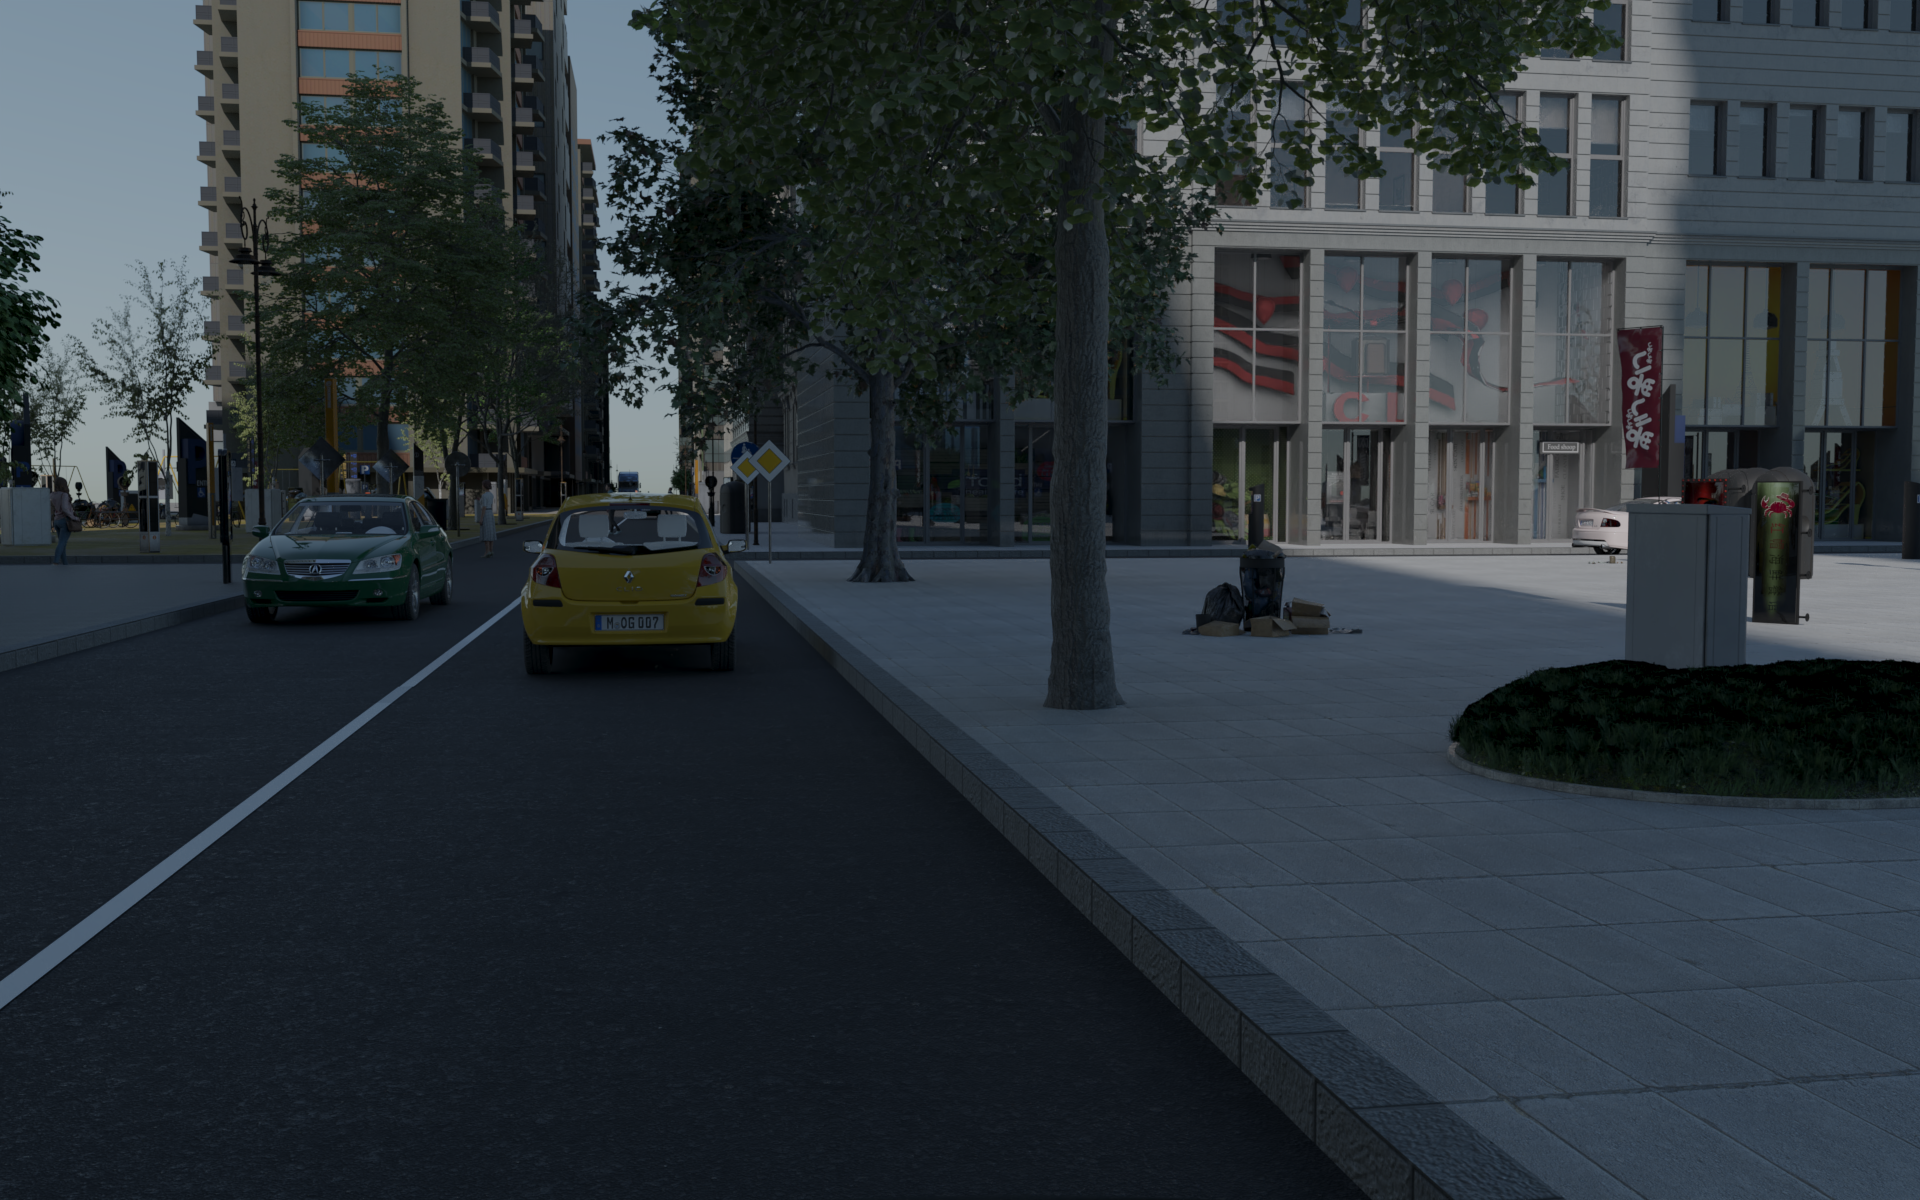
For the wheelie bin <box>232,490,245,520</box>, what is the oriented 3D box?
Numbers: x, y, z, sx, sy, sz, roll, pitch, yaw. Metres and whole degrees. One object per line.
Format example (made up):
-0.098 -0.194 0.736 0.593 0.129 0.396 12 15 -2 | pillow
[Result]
-36.250 -4.840 87.040 0.693 1.594 0.980 1 4 17 | wheelie bin

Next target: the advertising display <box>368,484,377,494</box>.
-36.319 -6.260 107.559 0.974 1.923 0.123 0 4 0 | advertising display

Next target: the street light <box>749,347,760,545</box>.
-5.121 -4.314 43.318 0.468 5.910 1.993 -1 4 -10 | street light

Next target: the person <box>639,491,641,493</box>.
-32.143 -10.140 174.739 0.568 1.767 0.683 1 4 16 | person

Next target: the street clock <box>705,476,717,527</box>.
-9.808 -3.898 68.304 0.471 2.002 0.358 2 4 33 | street clock

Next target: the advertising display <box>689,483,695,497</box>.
-15.248 -5.712 98.605 0.123 1.923 0.974 0 4 2 | advertising display

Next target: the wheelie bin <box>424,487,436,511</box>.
-24.835 -4.460 80.823 0.693 1.594 0.980 -1 4 -9 | wheelie bin

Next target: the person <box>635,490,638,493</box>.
-25.844 -7.914 138.422 0.617 1.759 0.750 0 4 -7 | person

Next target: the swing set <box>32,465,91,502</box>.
-49.536 -5.930 94.574 2.862 2.851 3.119 1 4 22 | swing set

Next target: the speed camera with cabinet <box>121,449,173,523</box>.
-35.867 -5.018 76.385 2.038 3.252 0.660 0 4 -7 | speed camera with cabinet

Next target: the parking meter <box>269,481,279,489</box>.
-31.510 -4.519 79.590 0.255 1.863 0.399 3 5 43 | parking meter

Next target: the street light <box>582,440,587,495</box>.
-32.339 -10.798 149.337 0.468 5.910 1.993 -1 4 -10 | street light

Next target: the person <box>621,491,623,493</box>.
-32.182 -9.489 164.582 0.756 1.711 0.436 2 4 24 | person

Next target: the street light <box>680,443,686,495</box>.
-24.321 -11.054 153.516 0.468 5.910 1.993 -1 4 -10 | street light

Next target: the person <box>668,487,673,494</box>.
-15.656 -5.166 93.138 0.473 1.802 0.592 2 4 33 | person

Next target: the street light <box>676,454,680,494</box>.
-30.364 -13.196 188.535 0.468 5.910 1.993 -1 4 -10 | street light

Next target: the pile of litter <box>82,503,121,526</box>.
-34.749 -3.404 69.612 1.176 0.858 1.719 0 4 -3 | pile of litter

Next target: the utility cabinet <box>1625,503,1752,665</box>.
4.661 0.002 11.132 0.306 1.237 1.020 0 4 -6 | utility cabinet

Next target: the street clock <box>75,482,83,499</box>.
-52.267 -6.006 102.770 0.358 2.002 0.471 0 4 0 | street clock

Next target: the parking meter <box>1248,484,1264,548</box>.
7.071 -2.014 41.348 0.372 1.533 0.369 0 3 0 | parking meter

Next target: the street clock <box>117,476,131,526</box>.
-33.740 -4.000 69.974 0.471 2.002 0.358 -3 5 -39 | street clock

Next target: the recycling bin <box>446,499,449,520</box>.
-25.829 -4.482 85.837 0.722 1.027 0.722 3 4 37 | recycling bin

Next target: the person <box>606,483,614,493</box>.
-12.327 -3.241 61.505 0.620 1.820 0.660 -1 4 -8 | person

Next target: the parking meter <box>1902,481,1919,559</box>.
18.775 -1.571 34.095 0.372 1.533 0.369 0 3 0 | parking meter

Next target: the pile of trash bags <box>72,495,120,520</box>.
-43.522 -4.666 86.034 3.447 1.369 1.912 0 4 7 | pile of trash bags

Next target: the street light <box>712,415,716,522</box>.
-11.189 -6.462 78.442 0.468 5.910 1.993 -1 4 -10 | street light

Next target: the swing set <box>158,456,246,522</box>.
-31.395 -4.474 70.769 3.119 2.851 2.862 1 4 19 | swing set

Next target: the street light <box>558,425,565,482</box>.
-26.281 -8.656 114.320 0.468 5.910 1.993 -1 4 -10 | street light

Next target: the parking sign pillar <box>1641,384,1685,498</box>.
17.530 -3.347 43.203 1.447 3.967 1.447 0 4 -7 | parking sign pillar

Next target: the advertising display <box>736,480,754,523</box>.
-9.703 -4.435 77.732 0.974 1.923 0.123 -3 4 -38 | advertising display

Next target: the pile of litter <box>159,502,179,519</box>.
-40.379 -4.538 88.161 1.176 0.858 1.719 -3 5 -40 | pile of litter

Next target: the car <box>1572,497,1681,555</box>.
16.182 -1.619 38.829 4.827 1.381 2.083 -1 4 -10 | car

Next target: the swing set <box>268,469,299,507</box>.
-41.425 -6.761 108.167 3.119 2.851 2.862 0 4 6 | swing set

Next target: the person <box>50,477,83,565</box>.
-16.597 -1.400 31.980 0.593 1.750 0.643 2 4 28 | person

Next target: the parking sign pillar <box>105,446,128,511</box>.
-47.939 -6.732 98.532 1.447 3.967 1.447 1 4 12 | parking sign pillar

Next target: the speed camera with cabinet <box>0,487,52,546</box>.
-23.562 -2.953 42.625 0.660 3.252 2.038 2 4 34 | speed camera with cabinet

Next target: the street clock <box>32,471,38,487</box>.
-28.467 -2.962 52.999 0.358 2.002 0.471 3 5 45 | street clock

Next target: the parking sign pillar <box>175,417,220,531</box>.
-27.026 -4.454 61.302 1.447 3.967 1.447 1 4 23 | parking sign pillar

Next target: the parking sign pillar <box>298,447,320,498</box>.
-31.639 -5.854 84.191 1.447 3.967 1.447 3 5 42 | parking sign pillar

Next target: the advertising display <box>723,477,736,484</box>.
-8.637 -3.633 64.609 0.123 1.923 0.974 -2 4 -24 | advertising display

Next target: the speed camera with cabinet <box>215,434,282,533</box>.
-23.330 -3.818 56.755 2.038 3.252 0.660 1 4 10 | speed camera with cabinet

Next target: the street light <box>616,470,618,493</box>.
-52.864 -18.000 267.093 0.468 5.910 1.993 -1 4 -10 | street light

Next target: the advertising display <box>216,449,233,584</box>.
-10.632 -1.216 25.090 0.123 1.923 0.974 -1 4 -20 | advertising display

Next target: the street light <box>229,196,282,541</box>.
-11.022 -3.330 27.228 0.468 5.910 1.993 -1 4 -10 | street light

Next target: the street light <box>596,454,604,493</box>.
-38.666 -12.992 185.206 0.468 5.910 1.993 -1 4 -10 | street light

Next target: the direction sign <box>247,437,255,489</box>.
-28.106 -4.692 68.709 0.379 3.537 0.876 -3 4 -39 | direction sign

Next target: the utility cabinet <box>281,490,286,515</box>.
-41.259 -5.871 104.677 1.173 1.500 0.318 2 4 31 | utility cabinet

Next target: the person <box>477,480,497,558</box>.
-10.722 -1.832 39.015 0.524 1.755 0.480 1 4 12 | person

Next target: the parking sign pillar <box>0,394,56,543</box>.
-24.634 -3.489 45.511 1.447 3.967 1.447 -2 4 -29 | parking sign pillar

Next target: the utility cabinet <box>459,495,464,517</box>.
-27.831 -5.174 95.755 0.306 1.237 1.020 1 4 20 | utility cabinet

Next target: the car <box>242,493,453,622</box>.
-7.320 -0.565 21.035 2.131 1.459 4.920 -1 4 -9 | car

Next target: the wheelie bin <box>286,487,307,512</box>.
-31.034 -4.471 81.001 0.980 1.594 0.693 0 4 -7 | wheelie bin

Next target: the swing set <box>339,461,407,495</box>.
-28.216 -5.208 82.764 3.119 2.851 2.862 0 4 -5 | swing set

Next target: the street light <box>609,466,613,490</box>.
-46.570 -15.807 231.237 0.468 5.910 1.993 -1 4 -10 | street light

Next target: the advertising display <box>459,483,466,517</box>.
-27.993 -5.595 96.691 0.974 1.923 0.123 2 4 29 | advertising display

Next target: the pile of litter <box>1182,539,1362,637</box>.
2.908 -0.123 15.976 1.719 0.858 1.176 0 4 5 | pile of litter

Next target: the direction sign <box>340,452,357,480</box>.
-32.895 -6.192 93.229 0.876 3.537 0.379 -1 4 -12 | direction sign

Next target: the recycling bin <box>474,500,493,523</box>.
-21.308 -3.970 77.465 0.722 1.027 0.722 -1 4 -21 | recycling bin

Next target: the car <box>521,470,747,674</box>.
-2.876 -0.312 15.319 2.015 1.641 3.980 -1 4 -9 | car
